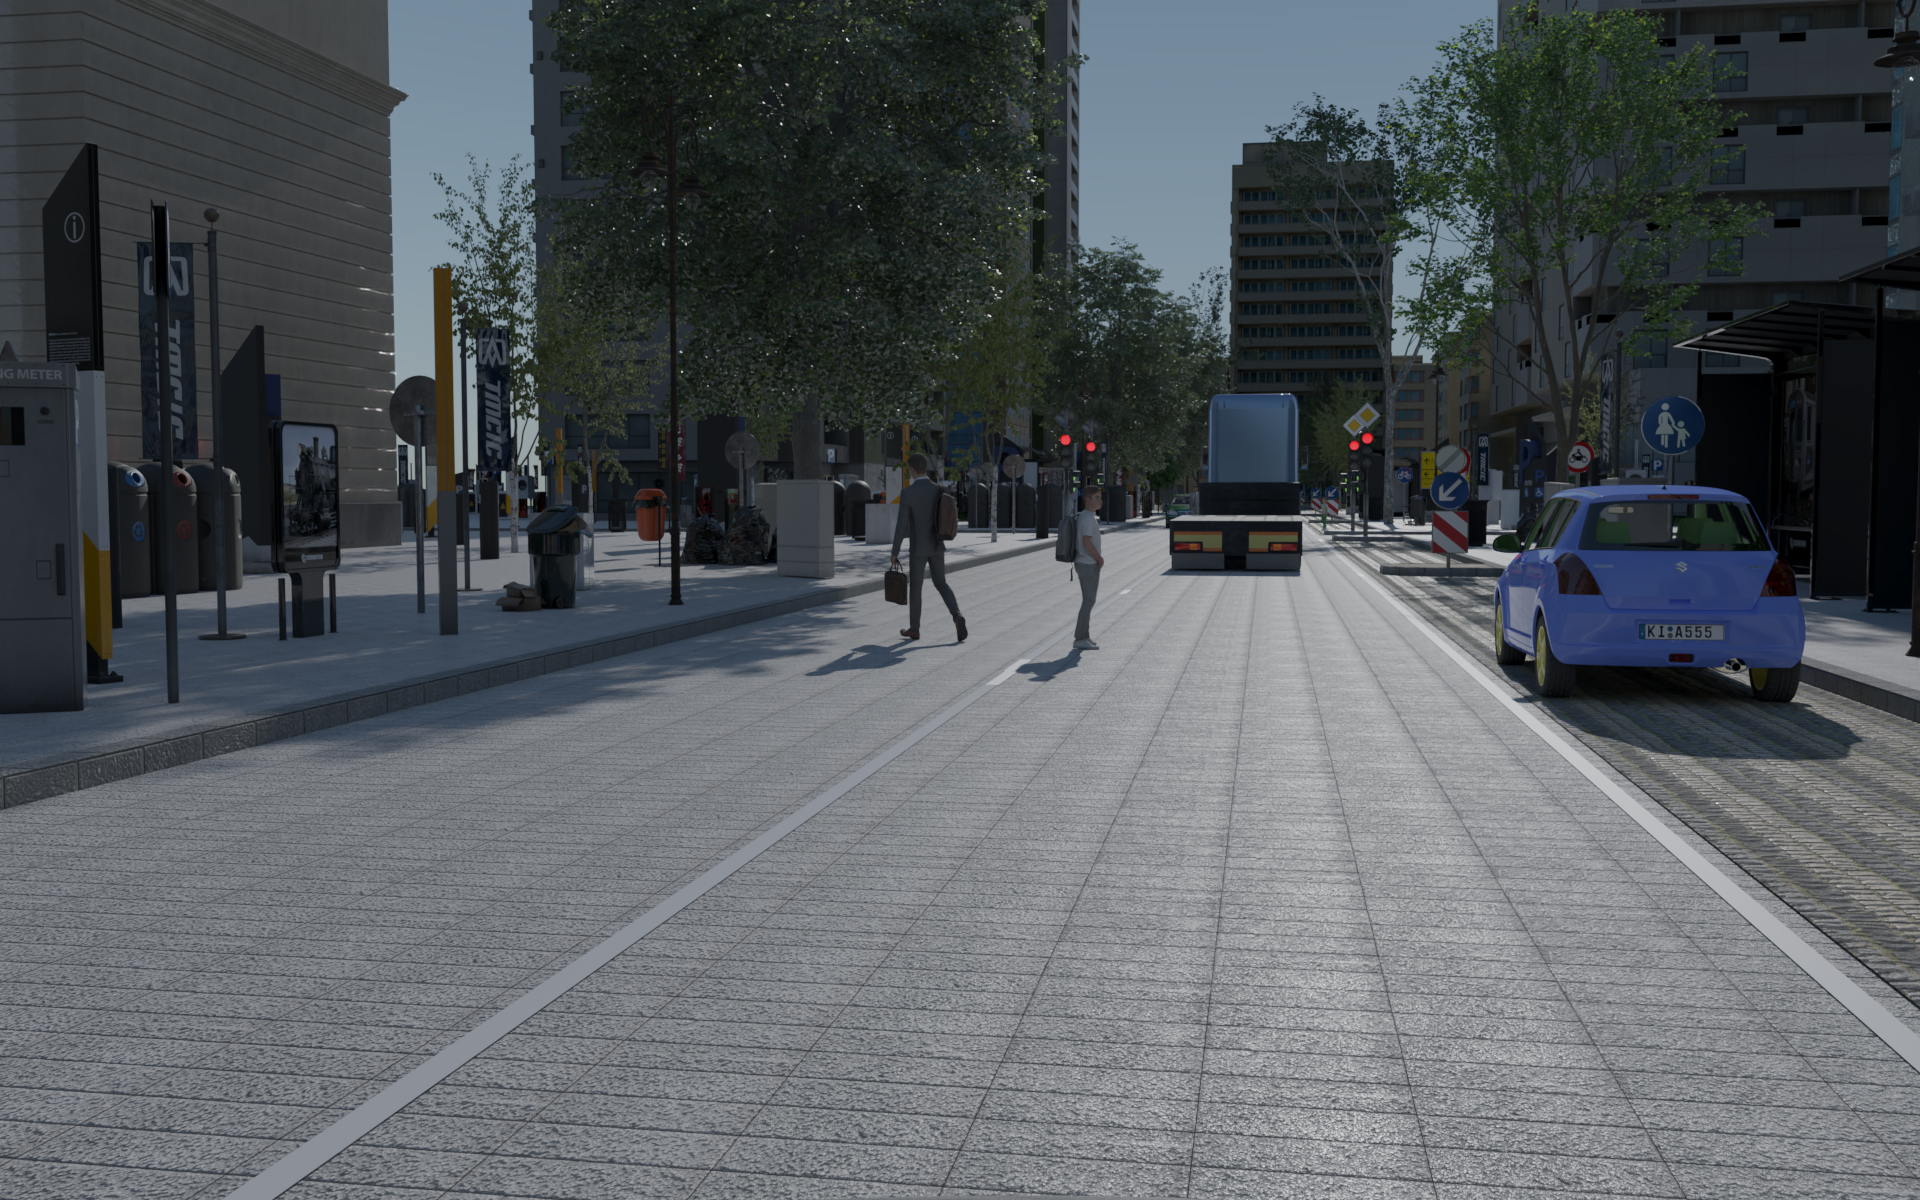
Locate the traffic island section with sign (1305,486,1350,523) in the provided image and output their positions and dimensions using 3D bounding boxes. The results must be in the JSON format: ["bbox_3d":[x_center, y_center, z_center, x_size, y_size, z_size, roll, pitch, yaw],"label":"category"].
[{"bbox_3d":[18.195,-4.692,85.345,1.989,1.847,2.006,1,4,10],"label":"traffic island section with sign"}]

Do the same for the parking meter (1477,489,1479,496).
[{"bbox_3d":[33.371,-6.435,110.930,0.399,1.863,0.255,-1,4,-11],"label":"parking meter"}]

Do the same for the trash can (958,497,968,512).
[{"bbox_3d":[0.182,-4.695,88.421,0.748,1.137,0.748,0,3,0],"label":"trash can"}]

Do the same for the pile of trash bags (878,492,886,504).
[{"bbox_3d":[-2.272,-3.641,69.281,1.912,1.369,3.447,-2,4,-34],"label":"pile of trash bags"}]

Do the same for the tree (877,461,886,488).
[{"bbox_3d":[-3.299,-5.774,89.006,1.663,3.219,1.824,0,3,0],"label":"tree"}]

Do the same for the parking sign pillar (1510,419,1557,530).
[{"bbox_3d":[20.338,-4.469,61.537,1.447,3.967,1.447,0,4,-4],"label":"parking sign pillar"}]

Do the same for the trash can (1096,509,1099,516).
[{"bbox_3d":[8.112,-5.392,99.810,0.748,1.137,0.748,0,3,0],"label":"trash can"}]

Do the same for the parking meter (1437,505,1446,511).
[{"bbox_3d":[18.439,-3.542,66.327,0.372,1.533,0.369,0,3,0],"label":"parking meter"}]

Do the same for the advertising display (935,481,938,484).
[{"bbox_3d":[-0.808,-5.109,88.753,0.974,1.923,0.123,-2,4,-31],"label":"advertising display"}]

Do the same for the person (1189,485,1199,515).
[{"bbox_3d":[9.652,-3.793,70.791,0.678,1.792,0.850,2,4,26],"label":"person"}]

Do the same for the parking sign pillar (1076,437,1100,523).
[{"bbox_3d":[5.549,-5.433,77.294,1.447,3.967,1.447,2,4,28],"label":"parking sign pillar"}]

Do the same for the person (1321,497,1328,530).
[{"bbox_3d":[14.528,-3.440,69.000,0.306,1.304,0.590,2,4,31],"label":"person"}]

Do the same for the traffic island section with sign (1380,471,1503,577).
[{"bbox_3d":[8.549,-1.363,30.911,1.989,1.847,2.006,1,4,10],"label":"traffic island section with sign"}]

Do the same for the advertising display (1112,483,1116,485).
[{"bbox_3d":[8.917,-5.861,101.048,0.974,1.923,0.123,1,4,8],"label":"advertising display"}]

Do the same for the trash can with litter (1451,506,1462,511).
[{"bbox_3d":[14.846,-2.424,51.015,0.624,1.170,1.055,-1,4,-9],"label":"trash can with litter"}]

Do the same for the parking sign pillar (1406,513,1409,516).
[{"bbox_3d":[26.532,-6.825,100.055,1.447,3.967,1.447,2,4,30],"label":"parking sign pillar"}]

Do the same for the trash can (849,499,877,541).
[{"bbox_3d":[-2.658,-2.188,47.426,0.748,1.137,0.748,0,3,0],"label":"trash can"}]

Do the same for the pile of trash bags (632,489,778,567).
[{"bbox_3d":[-4.425,-1.335,31.576,3.447,1.369,1.912,-3,5,-43],"label":"pile of trash bags"}]

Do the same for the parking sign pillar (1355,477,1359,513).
[{"bbox_3d":[27.640,-8.061,120.266,1.447,3.967,1.447,1,4,22],"label":"parking sign pillar"}]

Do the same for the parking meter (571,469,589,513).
[{"bbox_3d":[-9.002,-2.163,41.075,0.255,1.863,0.399,2,4,25],"label":"parking meter"}]

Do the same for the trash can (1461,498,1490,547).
[{"bbox_3d":[12.610,-1.886,42.482,0.748,1.137,0.748,0,3,0],"label":"trash can"}]

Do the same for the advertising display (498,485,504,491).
[{"bbox_3d":[-32.838,-7.195,122.845,0.974,1.923,0.123,1,4,12],"label":"advertising display"}]

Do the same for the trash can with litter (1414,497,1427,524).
[{"bbox_3d":[19.294,-3.756,72.791,0.624,1.170,1.055,1,4,15],"label":"trash can with litter"}]

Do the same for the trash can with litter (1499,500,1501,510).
[{"bbox_3d":[28.707,-4.970,92.642,0.624,1.170,1.055,2,4,35],"label":"trash can with litter"}]

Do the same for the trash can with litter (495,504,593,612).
[{"bbox_3d":[-4.619,-0.479,19.216,0.624,1.170,1.055,2,4,27],"label":"trash can with litter"}]

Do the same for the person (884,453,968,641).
[{"bbox_3d":[-0.331,-0.517,16.910,0.622,1.834,0.822,-3,4,-38],"label":"person"}]

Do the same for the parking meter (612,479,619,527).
[{"bbox_3d":[-13.441,-3.783,67.558,0.255,1.863,0.399,-1,4,-14],"label":"parking meter"}]

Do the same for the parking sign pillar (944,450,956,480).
[{"bbox_3d":[-0.574,-6.874,100.855,1.447,3.967,1.447,1,4,12],"label":"parking sign pillar"}]

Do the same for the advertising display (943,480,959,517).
[{"bbox_3d":[-0.419,-4.465,78.219,0.123,1.923,0.974,-3,5,-45],"label":"advertising display"}]

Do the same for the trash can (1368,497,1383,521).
[{"bbox_3d":[21.956,-4.873,91.319,0.748,1.137,0.748,0,3,0],"label":"trash can"}]

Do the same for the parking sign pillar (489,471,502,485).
[{"bbox_3d":[-34.177,-8.466,126.893,1.447,3.967,1.447,2,4,34],"label":"parking sign pillar"}]

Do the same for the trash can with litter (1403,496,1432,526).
[{"bbox_3d":[19.014,-3.635,70.496,2.233,1.210,1.678,0,4,1],"label":"trash can with litter"}]

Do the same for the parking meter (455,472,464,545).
[{"bbox_3d":[-12.603,-2.321,43.663,0.399,1.863,0.255,0,4,-4],"label":"parking meter"}]

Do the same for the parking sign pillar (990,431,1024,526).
[{"bbox_3d":[1.904,-4.983,69.947,1.447,3.967,1.447,1,4,12],"label":"parking sign pillar"}]

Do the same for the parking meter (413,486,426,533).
[{"bbox_3d":[-17.631,-2.943,56.528,0.372,1.533,0.369,0,3,0],"label":"parking meter"}]

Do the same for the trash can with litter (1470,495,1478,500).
[{"bbox_3d":[30.306,-5.623,102.996,1.678,1.210,2.233,-3,5,-40],"label":"trash can with litter"}]

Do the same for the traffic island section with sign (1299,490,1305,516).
[{"bbox_3d":[22.979,-6.351,112.461,1.989,1.847,2.006,1,4,10],"label":"traffic island section with sign"}]

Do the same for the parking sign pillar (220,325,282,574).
[{"bbox_3d":[-11.593,-2.432,28.239,1.447,3.967,1.447,3,4,38],"label":"parking sign pillar"}]

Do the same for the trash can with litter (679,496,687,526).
[{"bbox_3d":[-10.951,-3.605,69.996,1.678,1.210,2.233,1,4,12],"label":"trash can with litter"}]

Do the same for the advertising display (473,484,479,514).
[{"bbox_3d":[-31.831,-6.668,114.241,0.123,1.923,0.974,1,4,15],"label":"advertising display"}]

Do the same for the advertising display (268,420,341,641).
[{"bbox_3d":[-5.872,-0.632,15.555,0.123,1.923,0.974,1,4,9],"label":"advertising display"}]

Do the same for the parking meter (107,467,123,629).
[{"bbox_3d":[-8.210,-0.495,16.508,0.372,1.533,0.369,0,3,0],"label":"parking meter"}]

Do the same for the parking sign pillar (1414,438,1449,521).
[{"bbox_3d":[22.962,-5.809,83.445,1.447,3.967,1.447,3,5,40],"label":"parking sign pillar"}]

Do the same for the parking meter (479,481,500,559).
[{"bbox_3d":[-9.275,-1.573,34.122,0.372,1.533,0.369,0,3,0],"label":"parking meter"}]

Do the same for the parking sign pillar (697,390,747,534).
[{"bbox_3d":[-5.970,-3.360,43.406,1.447,3.967,1.447,2,4,35],"label":"parking sign pillar"}]

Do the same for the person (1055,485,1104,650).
[{"bbox_3d":[1.172,-0.302,16.034,0.523,1.515,0.503,-3,4,-38],"label":"person"}]

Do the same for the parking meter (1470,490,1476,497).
[{"bbox_3d":[35.454,-6.812,119.784,0.372,1.533,0.369,0,3,0],"label":"parking meter"}]

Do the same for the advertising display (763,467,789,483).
[{"bbox_3d":[-4.359,-2.200,41.190,0.123,1.923,0.974,2,4,26],"label":"advertising display"}]

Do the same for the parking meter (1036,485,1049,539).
[{"bbox_3d":[2.374,-2.542,49.973,0.372,1.533,0.369,0,3,0],"label":"parking meter"}]

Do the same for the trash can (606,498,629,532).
[{"bbox_3d":[-11.494,-2.841,58.103,0.748,1.137,0.748,0,3,0],"label":"trash can"}]

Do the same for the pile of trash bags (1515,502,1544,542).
[{"bbox_3d":[16.591,-2.276,46.966,3.447,1.369,1.912,-3,5,-42],"label":"pile of trash bags"}]
